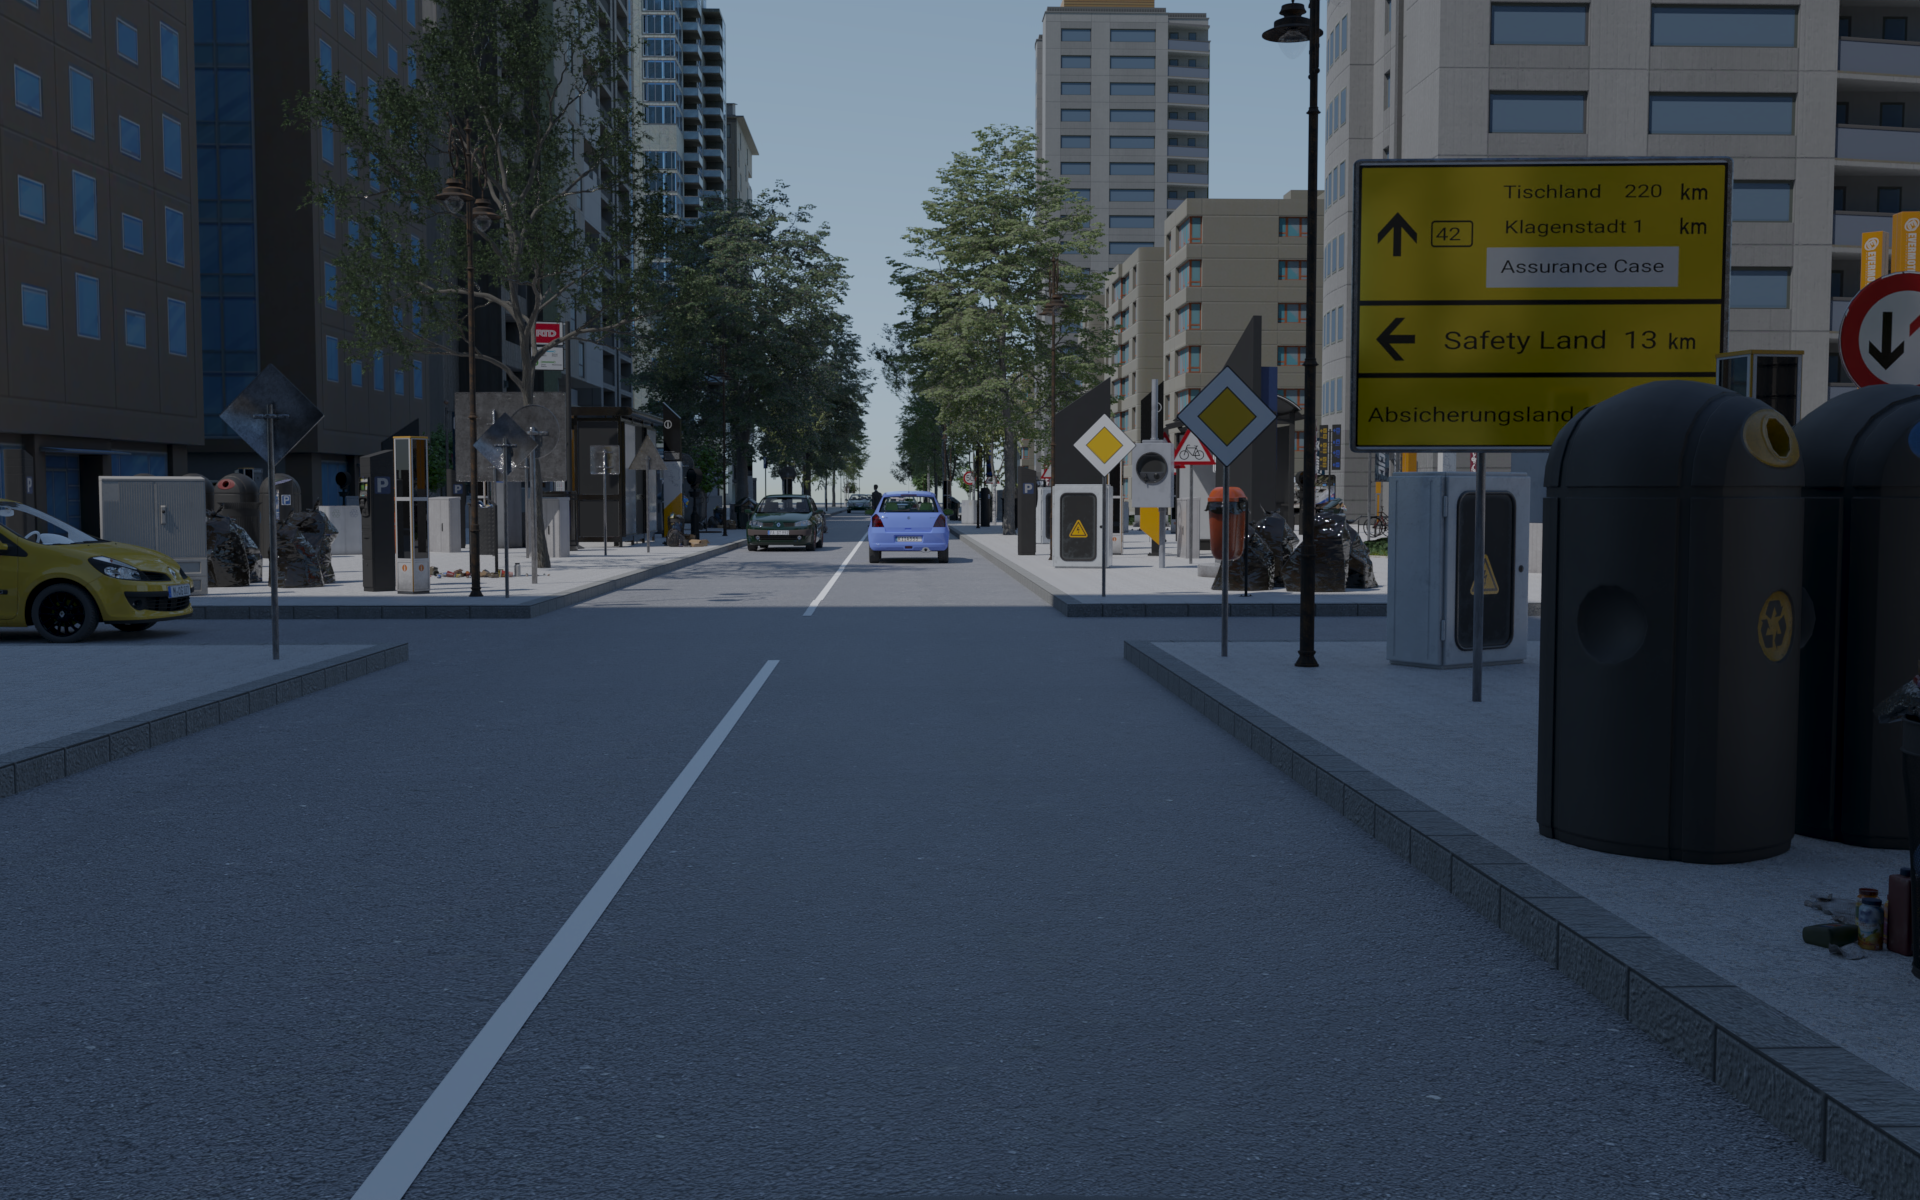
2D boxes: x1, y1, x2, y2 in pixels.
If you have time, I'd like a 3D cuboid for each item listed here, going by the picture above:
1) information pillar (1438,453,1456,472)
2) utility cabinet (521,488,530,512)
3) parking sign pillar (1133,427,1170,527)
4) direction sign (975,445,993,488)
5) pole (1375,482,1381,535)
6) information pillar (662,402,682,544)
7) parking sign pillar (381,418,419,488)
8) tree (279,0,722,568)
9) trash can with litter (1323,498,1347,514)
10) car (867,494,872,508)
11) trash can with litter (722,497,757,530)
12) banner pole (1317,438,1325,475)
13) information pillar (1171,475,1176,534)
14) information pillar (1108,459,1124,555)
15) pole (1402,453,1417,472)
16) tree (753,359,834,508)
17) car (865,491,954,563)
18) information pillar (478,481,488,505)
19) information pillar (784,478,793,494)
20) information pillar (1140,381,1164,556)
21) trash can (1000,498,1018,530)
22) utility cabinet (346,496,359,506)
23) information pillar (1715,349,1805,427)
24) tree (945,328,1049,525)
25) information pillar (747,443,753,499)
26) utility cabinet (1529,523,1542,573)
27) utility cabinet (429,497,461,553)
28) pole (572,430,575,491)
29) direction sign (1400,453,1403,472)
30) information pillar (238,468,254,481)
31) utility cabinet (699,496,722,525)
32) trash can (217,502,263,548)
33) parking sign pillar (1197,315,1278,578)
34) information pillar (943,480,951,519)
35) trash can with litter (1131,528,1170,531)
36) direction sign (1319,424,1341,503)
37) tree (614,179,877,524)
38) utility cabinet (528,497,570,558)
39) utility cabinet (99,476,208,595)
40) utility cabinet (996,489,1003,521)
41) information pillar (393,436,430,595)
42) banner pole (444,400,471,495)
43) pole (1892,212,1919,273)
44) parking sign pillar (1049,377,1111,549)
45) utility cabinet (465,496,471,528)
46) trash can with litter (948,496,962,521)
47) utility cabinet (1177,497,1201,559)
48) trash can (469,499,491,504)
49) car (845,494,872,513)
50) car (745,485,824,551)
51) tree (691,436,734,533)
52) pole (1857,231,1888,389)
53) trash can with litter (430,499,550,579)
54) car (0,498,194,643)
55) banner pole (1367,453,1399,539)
[{"bbox_3d":[7.621,-2.188,27.122,0.183,3.616,0.504,3,5,41],"label":"information pillar"},{"bbox_3d":[-15.332,-3.157,60.294,1.173,1.500,0.318,3,5,39],"label":"utility cabinet"},{"bbox_3d":[7.481,-4.841,67.625,1.447,3.967,1.447,0,4,5],"label":"parking sign pillar"},{"bbox_3d":[1.131,-5.418,80.580,0.876,3.537,0.379,1,4,22],"label":"direction sign"},{"bbox_3d":[13.150,-3.706,54.431,0.158,3.312,0.155,0,3,0],"label":"pole"},{"bbox_3d":[-7.362,-3.238,44.298,0.504,3.616,0.183,1,4,16],"label":"information pillar"},{"bbox_3d":[-19.798,-4.449,61.212,1.447,3.967,1.447,-2,4,-33],"label":"parking sign pillar"},{"bbox_3d":[-7.604,-5.833,29.790,7.601,10.594,8.767,0,4,-4],"label":"tree"},{"bbox_3d":[10.900,-2.449,51.433,1.055,1.170,0.624,-1,4,-16],"label":"trash can with litter"},{"bbox_3d":[-8.828,-9.348,162.618,2.009,1.686,4.222,0,4,-4],"label":"car"},{"bbox_3d":[-8.030,-3.133,62.618,0.624,1.170,1.055,3,5,44],"label":"trash can with litter"},{"bbox_3d":[13.886,-4.754,67.743,0.863,3.779,0.401,2,4,27],"label":"banner pole"},{"bbox_3d":[7.030,-3.164,56.223,0.304,2.012,0.304,2,4,26],"label":"information pillar"},{"bbox_3d":[3.278,-1.956,36.475,0.304,2.012,0.304,1,4,13],"label":"information pillar"},{"bbox_3d":[6.731,-1.963,25.941,0.158,3.312,0.155,0,3,0],"label":"pole"},{"bbox_3d":[-9.442,-8.737,93.204,4.737,8.622,4.395,0,3,0],"label":"tree"},{"bbox_3d":[-1.092,-1.688,37.197,1.945,1.707,3.694,0,4,-2],"label":"car"},{"bbox_3d":[-10.314,-2.000,37.198,0.304,2.012,0.304,0,4,-3],"label":"information pillar"},{"bbox_3d":[-7.767,-4.518,78.358,0.304,2.012,0.304,-2,4,-32],"label":"information pillar"},{"bbox_3d":[3.979,-2.718,35.799,0.504,3.616,0.183,0,4,3],"label":"information pillar"},{"bbox_3d":[1.815,-3.085,62.090,0.748,1.137,0.748,0,3,0],"label":"trash can"},{"bbox_3d":[-18.568,-2.617,53.945,1.020,1.237,0.306,1,4,11],"label":"utility cabinet"},{"bbox_3d":[4.123,-0.276,8.997,0.304,2.012,0.304,-1,4,-11],"label":"information pillar"},{"bbox_3d":[1.664,-7.412,71.545,4.737,8.622,4.395,0,3,0],"label":"tree"},{"bbox_3d":[-9.632,-5.341,78.674,0.504,3.616,0.183,0,4,-5],"label":"information pillar"},{"bbox_3d":[9.630,-1.022,27.864,0.306,1.237,1.020,-3,4,-38],"label":"utility cabinet"},{"bbox_3d":[-11.398,-1.656,38.245,0.306,1.237,1.020,-3,5,-43],"label":"utility cabinet"},{"bbox_3d":[-10.749,-3.311,47.975,0.158,3.312,0.155,0,3,0],"label":"pole"},{"bbox_3d":[15.886,-4.298,62.267,0.379,3.537,0.876,0,4,7],"label":"direction sign"},{"bbox_3d":[-19.999,-2.695,48.561,0.304,2.012,0.304,3,4,37],"label":"information pillar"},{"bbox_3d":[-10.089,-3.586,69.792,1.020,1.237,0.306,0,4,-6],"label":"utility cabinet"},{"bbox_3d":[-12.617,-1.145,30.378,0.748,1.137,0.748,0,3,0],"label":"trash can"},{"bbox_3d":[4.429,-2.349,26.874,1.447,3.967,1.447,-1,4,-16],"label":"parking sign pillar"},{"bbox_3d":[-0.703,-5.290,90.979,0.304,2.012,0.304,2,4,32],"label":"information pillar"},{"bbox_3d":[6.894,-3.066,61.191,1.678,1.210,2.233,1,4,21],"label":"trash can with litter"},{"bbox_3d":[12.059,-3.946,56.516,0.379,3.537,0.876,-3,4,-38],"label":"direction sign"},{"bbox_3d":[-9.003,-10.006,70.248,9.857,13.997,8.962,0,3,0],"label":"tree"},{"bbox_3d":[-8.401,-1.476,35.288,1.020,1.237,0.306,3,4,37],"label":"utility cabinet"},{"bbox_3d":[-10.060,-0.791,21.620,1.173,1.500,0.318,-2,4,-32],"label":"utility cabinet"},{"bbox_3d":[2.160,-4.469,81.754,0.318,1.500,1.173,-2,4,-31],"label":"utility cabinet"},{"bbox_3d":[-7.029,-1.084,22.220,0.304,2.012,0.304,2,4,28],"label":"information pillar"},{"bbox_3d":[-13.424,-3.429,46.077,0.863,3.779,0.401,1,4,12],"label":"banner pole"},{"bbox_3d":[6.873,-1.151,12.655,0.158,3.312,0.155,0,3,0],"label":"pole"},{"bbox_3d":[2.792,-3.148,39.949,1.447,3.967,1.447,0,4,-6],"label":"parking sign pillar"},{"bbox_3d":[-18.720,-3.298,65.086,1.020,1.237,0.306,-2,4,-24],"label":"utility cabinet"},{"bbox_3d":[-0.063,-4.372,82.869,1.055,1.170,0.624,2,4,32],"label":"trash can with litter"},{"bbox_3d":[4.593,-1.451,34.884,0.306,1.237,1.020,0,4,-3],"label":"utility cabinet"},{"bbox_3d":[-13.919,-2.377,50.517,0.748,1.137,0.748,0,3,0],"label":"trash can"},{"bbox_3d":[-7.618,-7.290,130.986,2.131,1.459,4.920,0,4,-2],"label":"car"},{"bbox_3d":[-4.499,-2.142,44.814,2.009,1.686,4.222,0,4,0],"label":"car"},{"bbox_3d":[-8.277,-3.839,57.362,1.663,3.219,1.824,0,3,0],"label":"tree"},{"bbox_3d":[7.139,-1.209,13.603,0.158,3.312,0.155,0,3,0],"label":"pole"},{"bbox_3d":[-7.674,-0.977,27.038,2.233,1.210,1.678,2,4,25],"label":"trash can with litter"},{"bbox_3d":[-9.828,-0.436,17.355,3.980,1.641,2.015,0,4,-2],"label":"car"},{"bbox_3d":[10.496,-3.277,43.597,0.863,3.779,0.401,-2,4,-27],"label":"banner pole"}]
